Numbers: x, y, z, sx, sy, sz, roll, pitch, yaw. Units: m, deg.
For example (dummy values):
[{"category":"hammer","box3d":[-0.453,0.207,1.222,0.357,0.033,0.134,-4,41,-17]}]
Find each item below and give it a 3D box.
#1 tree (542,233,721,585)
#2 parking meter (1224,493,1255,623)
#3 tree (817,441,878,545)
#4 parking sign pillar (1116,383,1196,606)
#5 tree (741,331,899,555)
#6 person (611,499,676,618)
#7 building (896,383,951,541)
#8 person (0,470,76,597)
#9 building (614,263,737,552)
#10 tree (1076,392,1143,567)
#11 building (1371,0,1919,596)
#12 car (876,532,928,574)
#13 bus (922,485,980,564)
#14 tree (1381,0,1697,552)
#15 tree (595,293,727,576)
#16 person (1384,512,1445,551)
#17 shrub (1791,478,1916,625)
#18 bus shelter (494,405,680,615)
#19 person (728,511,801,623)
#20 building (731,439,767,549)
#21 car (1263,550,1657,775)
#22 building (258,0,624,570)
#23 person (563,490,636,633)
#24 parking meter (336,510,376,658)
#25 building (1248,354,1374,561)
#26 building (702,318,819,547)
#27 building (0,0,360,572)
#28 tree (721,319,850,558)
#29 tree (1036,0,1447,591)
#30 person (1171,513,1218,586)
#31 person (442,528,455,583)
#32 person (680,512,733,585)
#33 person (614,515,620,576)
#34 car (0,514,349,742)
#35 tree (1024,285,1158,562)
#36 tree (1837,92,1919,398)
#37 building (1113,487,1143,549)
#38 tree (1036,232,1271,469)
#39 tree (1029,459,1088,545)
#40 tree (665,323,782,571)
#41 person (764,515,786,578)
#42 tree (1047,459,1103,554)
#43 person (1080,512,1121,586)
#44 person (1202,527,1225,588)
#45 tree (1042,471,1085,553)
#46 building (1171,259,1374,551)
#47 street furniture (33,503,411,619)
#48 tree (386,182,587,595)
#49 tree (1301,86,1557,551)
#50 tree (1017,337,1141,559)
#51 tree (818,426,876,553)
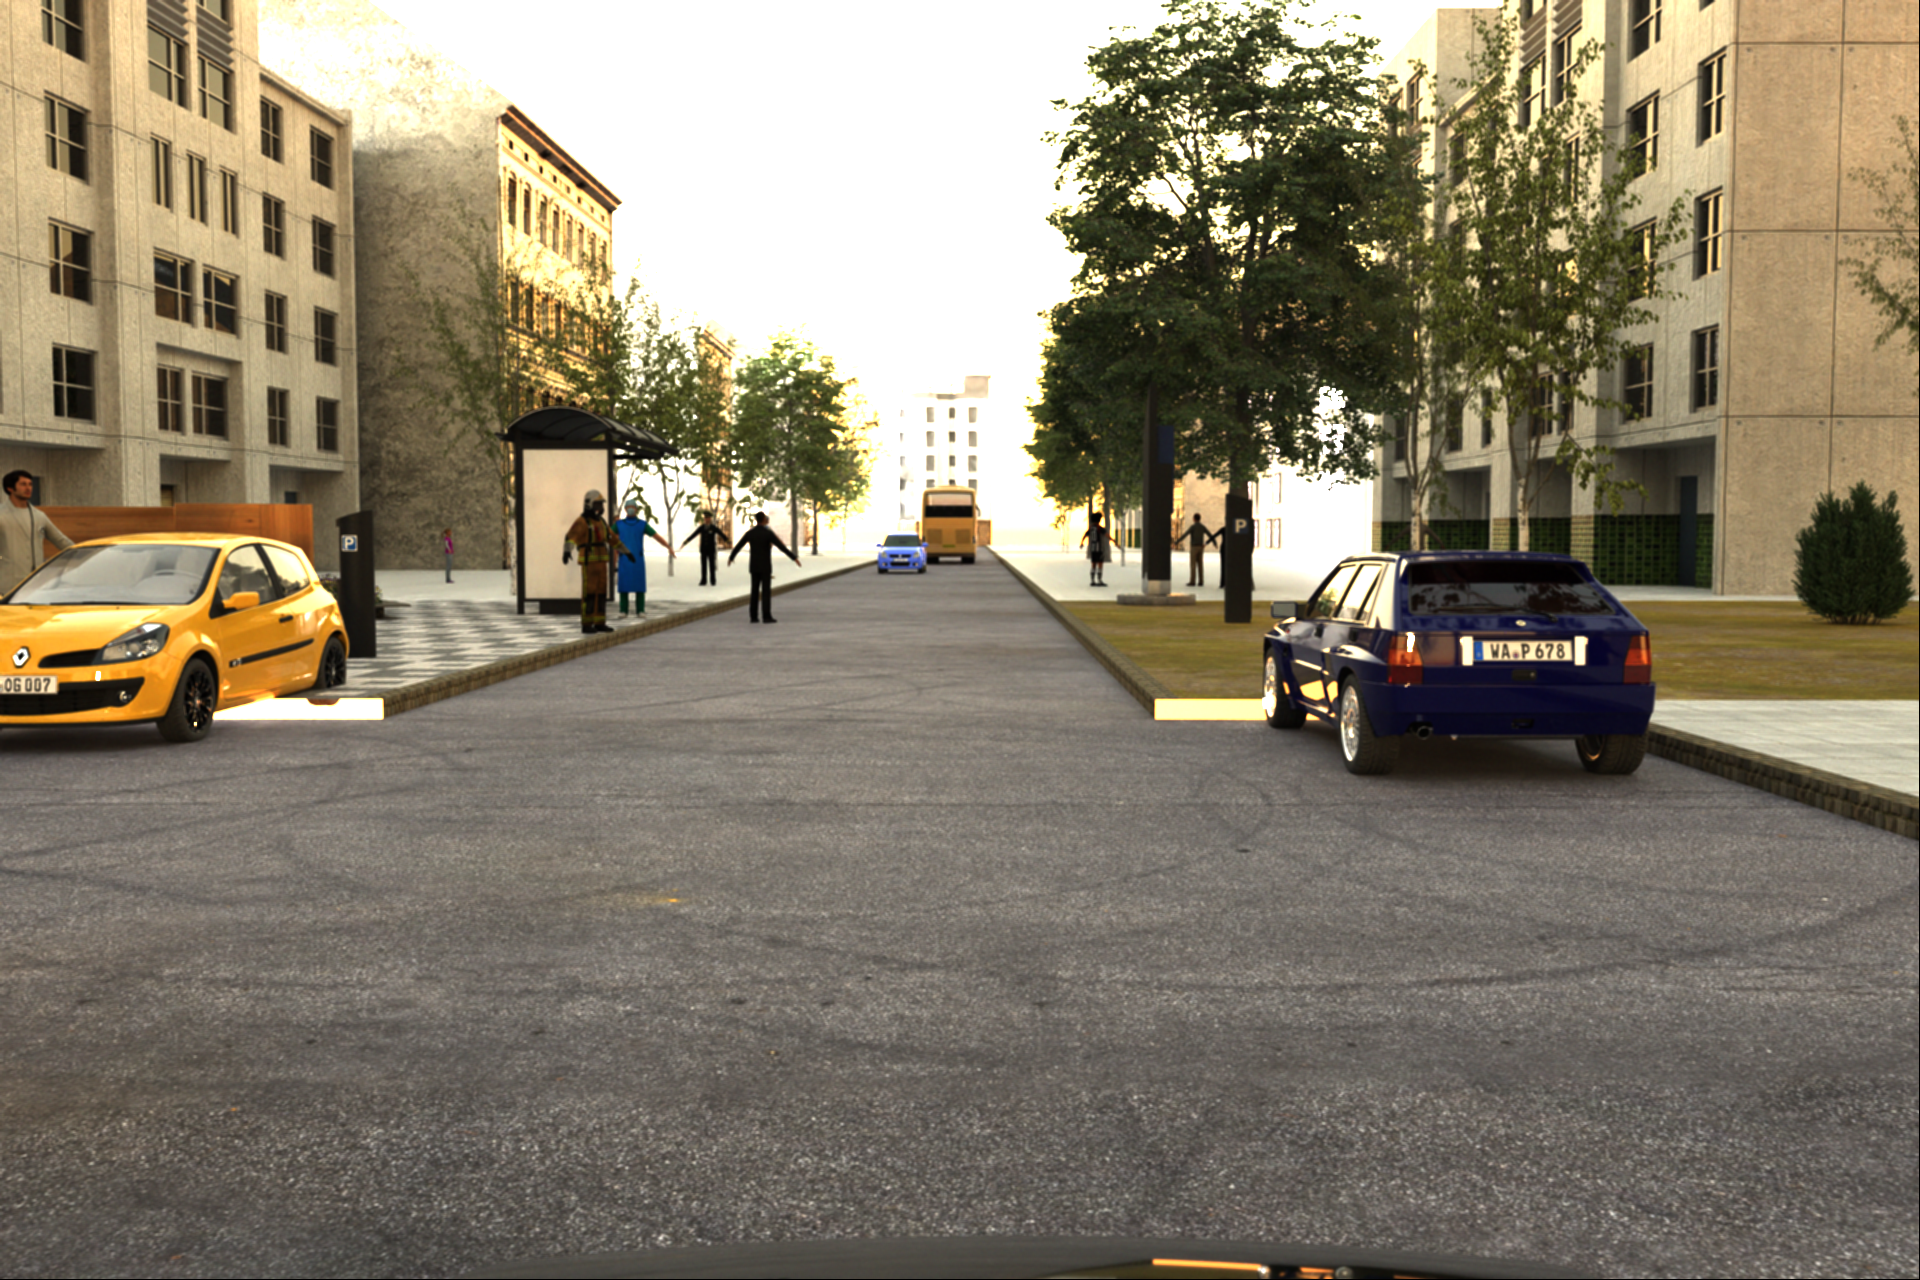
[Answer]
[{"category":"tree","box3d":[-8.367,-5.682,43.261,4.737,8.622,4.395,0,3,0]},{"category":"parking meter","box3d":[4.041,-1.181,25.021,0.399,1.863,0.255,0,4,-1]},{"category":"tree","box3d":[-13.429,-17.627,206.323,7.486,12.596,7.792,0,3,0]},{"category":"parking sign pillar","box3d":[3.583,-2.633,31.529,1.447,3.967,1.447,0,4,1]},{"category":"tree","box3d":[-8.643,-11.863,104.330,12.009,13.543,11.850,0,3,0]},{"category":"person","box3d":[-5.026,-1.246,26.504,1.347,1.817,0.704,-1,4,-9]},{"category":"building","box3d":[-7.318,-21.426,209.197,11.380,20.090,16.016,0,4,-2]},{"category":"person","box3d":[-7.725,-0.496,14.297,0.705,1.806,1.347,2,4,25]},{"category":"building","box3d":[-28.336,-18.641,135.711,19.493,23.208,18.063,0,4,0]},{"category":"tree","box3d":[6.396,-7.195,67.996,4.360,8.622,3.978,0,3,0]},{"category":"building","box3d":[24.288,-11.299,51.201,16.747,18.905,31.486,0,4,0]},{"category":"car","box3d":[-2.121,-3.327,63.986,1.945,1.707,3.694,0,4,1]},{"category":"bus","box3d":[-0.436,-5.809,86.529,2.896,3.916,12.252,0,4,1]},{"category":"tree","box3d":[7.913,-4.507,24.045,4.737,8.622,4.395,0,3,0]},{"category":"tree","box3d":[-8.890,-6.246,52.479,4.737,8.622,4.395,0,3,0]},{"category":"person","box3d":[10.083,-1.968,38.301,1.348,1.813,0.705,0,4,0]},{"category":"shrub","box3d":[12.719,-1.259,24.620,1.661,2.075,1.752,0,3,0]},{"category":"bus shelter","box3d":[-6.285,-2.204,29.967,2.014,3.302,5.546,0,3,0]},{"category":"person","box3d":[-3.208,-1.183,28.022,1.346,1.802,0.704,2,4,23]},{"category":"building","box3d":[-22.361,-13.410,161.399,9.099,9.664,28.070,0,4,1]},{"category":"car","box3d":[3.160,0.056,11.660,1.945,1.354,3.894,0,4,-1]},{"category":"building","box3d":[-25.166,-14.617,69.910,19.493,23.208,18.063,0,4,1]},{"category":"person","box3d":[-4.735,-1.024,22.509,0.705,1.858,1.354,2,4,29]},{"category":"parking meter","box3d":[-6.284,-0.588,18.017,0.372,1.533,0.369,0,3,0]},{"category":"building","box3d":[20.076,-8.584,82.493,9.099,9.664,28.070,0,4,0]},{"category":"building","box3d":[-25.173,-21.669,185.210,19.493,23.208,18.063,0,4,0]},{"category":"building","box3d":[-29.214,-10.809,43.182,16.747,18.905,31.486,0,4,1]},{"category":"tree","box3d":[-9.130,-10.625,91.852,7.486,12.596,7.792,0,3,0]},{"category":"tree","box3d":[6.287,-8.099,39.077,9.857,13.997,8.962,0,3,0]},{"category":"person","box3d":[5.849,-2.240,42.900,1.348,1.796,0.705,-2,4,-25]},{"category":"person","box3d":[-13.361,-2.215,45.477,0.599,1.433,0.991,-1,4,-12]},{"category":"person","box3d":[-6.313,-2.286,43.312,1.347,1.837,0.705,0,4,7]},{"category":"person","box3d":[-8.224,-2.132,41.659,1.217,1.733,0.721,-1,4,-22]},{"category":"car","box3d":[-6.086,-0.178,13.136,2.015,1.641,3.980,0,4,0]},{"category":"tree","box3d":[6.349,-9.769,77.851,7.486,12.596,7.792,0,3,0]},{"category":"tree","box3d":[16.572,-4.820,29.171,4.360,8.622,3.978,0,3,0]},{"category":"building","box3d":[24.471,-18.392,167.160,16.747,18.905,31.486,0,4,1]},{"category":"tree","box3d":[5.739,-7.140,51.145,7.601,10.594,8.767,1,4,14]},{"category":"tree","box3d":[12.389,-17.350,209.420,9.928,11.665,9.643,0,3,0]},{"category":"tree","box3d":[-8.487,-6.729,60.374,4.737,8.622,4.395,0,3,0]},{"category":"person","box3d":[-5.611,-2.709,50.155,1.347,1.847,0.705,3,4,38]},{"category":"tree","box3d":[7.189,-9.994,113.767,4.737,8.622,4.395,0,3,0]},{"category":"person","box3d":[3.397,-2.230,42.607,0.704,1.843,1.345,-3,5,-41]},{"category":"person","box3d":[6.355,-2.110,41.220,1.216,1.740,0.721,-1,4,-10]},{"category":"tree","box3d":[7.350,-10.385,120.152,4.737,8.622,4.395,0,3,0]},{"category":"building","box3d":[25.756,-18.691,136.522,19.493,23.208,18.063,0,3,0]},{"category":"street furniture","box3d":[-12.215,-1.298,28.072,9.812,1.723,11.010,-2,4,-31]},{"category":"tree","box3d":[-9.152,-5.247,36.151,4.360,8.622,3.978,0,3,0]},{"category":"tree","box3d":[7.536,-4.835,29.414,4.360,8.622,3.978,0,3,0]},{"category":"tree","box3d":[6.455,-10.506,89.902,7.486,12.596,7.792,0,3,0]},{"category":"tree","box3d":[-7.883,-10.268,118.240,4.737,8.622,4.395,0,3,0]}]
